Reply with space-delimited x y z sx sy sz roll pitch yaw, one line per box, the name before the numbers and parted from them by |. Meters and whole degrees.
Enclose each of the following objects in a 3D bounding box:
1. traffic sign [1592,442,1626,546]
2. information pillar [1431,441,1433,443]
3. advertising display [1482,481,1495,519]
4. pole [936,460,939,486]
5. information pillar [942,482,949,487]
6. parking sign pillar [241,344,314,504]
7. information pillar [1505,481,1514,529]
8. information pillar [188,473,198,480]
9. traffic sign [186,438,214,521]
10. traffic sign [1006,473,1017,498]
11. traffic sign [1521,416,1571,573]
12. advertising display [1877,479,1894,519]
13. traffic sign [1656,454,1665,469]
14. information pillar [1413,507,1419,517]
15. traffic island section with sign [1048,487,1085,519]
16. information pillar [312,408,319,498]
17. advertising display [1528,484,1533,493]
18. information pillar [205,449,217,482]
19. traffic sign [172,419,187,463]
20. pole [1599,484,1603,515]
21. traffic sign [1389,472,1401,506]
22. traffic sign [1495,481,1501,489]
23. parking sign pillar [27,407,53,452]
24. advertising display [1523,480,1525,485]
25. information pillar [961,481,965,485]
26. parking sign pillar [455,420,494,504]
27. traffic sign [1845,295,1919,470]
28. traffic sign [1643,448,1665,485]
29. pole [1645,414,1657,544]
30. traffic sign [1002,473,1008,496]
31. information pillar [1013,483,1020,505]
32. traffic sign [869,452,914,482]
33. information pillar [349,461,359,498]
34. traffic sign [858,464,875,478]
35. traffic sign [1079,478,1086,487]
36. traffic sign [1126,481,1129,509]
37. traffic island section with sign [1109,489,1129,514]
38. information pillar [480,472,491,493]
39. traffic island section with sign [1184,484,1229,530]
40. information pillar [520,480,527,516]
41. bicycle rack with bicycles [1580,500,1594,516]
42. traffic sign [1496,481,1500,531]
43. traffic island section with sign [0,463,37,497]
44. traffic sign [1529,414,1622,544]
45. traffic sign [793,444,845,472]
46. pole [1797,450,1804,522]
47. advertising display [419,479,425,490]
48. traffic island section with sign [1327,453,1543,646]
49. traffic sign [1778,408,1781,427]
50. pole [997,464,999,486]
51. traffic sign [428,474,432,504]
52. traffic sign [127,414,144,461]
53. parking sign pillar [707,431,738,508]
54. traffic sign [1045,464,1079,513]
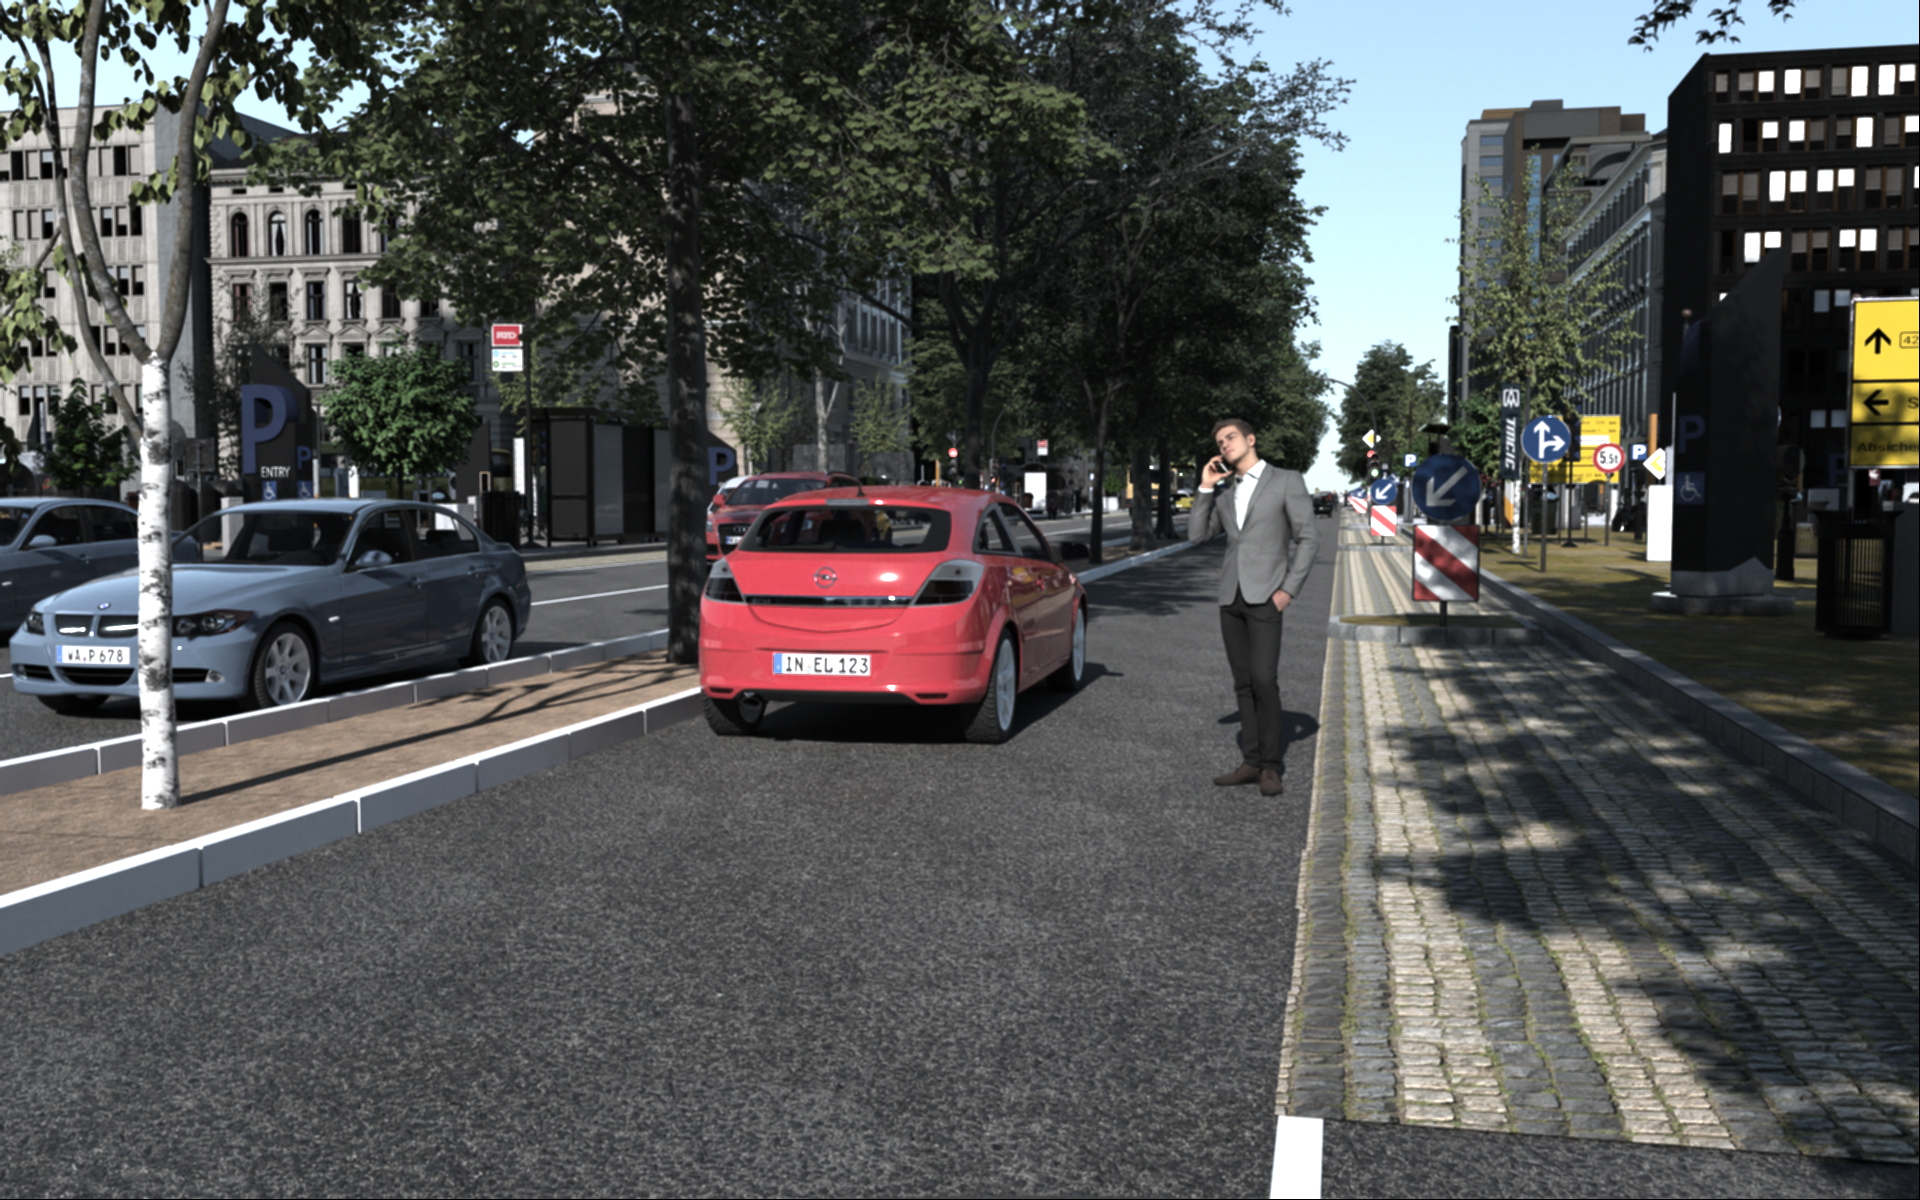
traffic sign | 15.983 -2.606 42.721 0.768 2.556 0.104 1 4 16
information pillar | 20.974 -5.235 76.946 0.183 3.616 0.504 2 4 28
advertising display | 26.886 -5.080 88.271 0.123 1.923 0.974 -2 4 -27
pole | -1.270 -6.411 98.663 0.158 3.312 0.155 0 3 0
information pillar | -0.870 -6.026 103.012 0.304 2.012 0.304 -3 4 -38
parking sign pillar | -12.126 -2.586 30.758 1.447 3.967 1.447 2 4 26
information pillar | 20.117 -4.409 63.440 0.183 3.616 0.504 -1 4 -19
information pillar | -26.339 -3.375 59.674 0.304 2.012 0.304 2 4 34
traffic sign | -13.820 -1.796 31.500 0.606 2.300 0.079 1 4 18
traffic sign | 3.013 -6.342 103.802 0.768 2.556 0.104 1 4 15
traffic sign | 9.528 -1.720 28.222 0.768 2.556 0.104 1 4 17
advertising display | 40.143 -4.276 75.130 0.123 1.923 0.974 0 4 -5
traffic sign | 16.776 -2.419 40.730 0.795 2.450 0.064 1 4 19
information pillar | 26.130 -6.574 98.833 0.183 3.616 0.504 2 4 32
traffic island section with sign | 6.210 -5.618 100.488 1.989 1.847 2.006 1 4 12
information pillar | -15.401 -3.029 40.871 0.183 3.616 0.504 3 4 38
advertising display | 35.830 -6.397 109.799 0.974 1.923 0.123 -1 4 -11
information pillar | -32.878 -5.179 76.027 0.504 3.616 0.183 -1 4 -16
traffic sign | -13.360 -1.778 29.173 0.768 2.556 0.104 1 4 14
pole | 40.250 -7.022 108.658 0.158 3.312 0.155 0 3 0
traffic sign | 24.551 -5.965 97.631 0.768 2.556 0.104 1 4 15
traffic sign | 26.834 -5.302 86.788 0.768 2.556 0.104 1 4 22
parking sign pillar | -28.779 -4.019 54.186 1.447 3.967 1.447 -3 5 -40
advertising display | 25.380 -4.478 78.432 0.123 1.923 0.974 2 4 30
information pillar | 0.257 -5.751 98.523 0.304 2.012 0.304 -2 4 -30
parking sign pillar | -17.823 -4.594 63.581 1.447 3.967 1.447 0 4 6
traffic sign | 10.285 -1.456 17.682 2.265 3.308 0.079 1 4 17
traffic sign | 17.503 -2.580 43.375 0.795 2.450 0.064 1 4 18
pole | 17.599 -3.073 44.091 0.158 3.312 0.155 0 3 0
traffic sign | 2.877 -6.425 105.160 0.768 2.556 0.104 1 4 21
information pillar | 3.627 -6.519 111.075 0.304 2.012 0.304 -3 4 -39
traffic sign | -3.296 -5.459 83.135 2.265 3.308 0.079 1 4 16
information pillar | -17.482 -3.584 49.951 0.183 3.616 0.504 -3 5 -42
traffic sign | -3.933 -4.457 72.981 0.768 2.556 0.104 1 4 18
traffic sign | 9.639 -8.446 138.196 0.768 2.556 0.104 1 4 17
traffic sign | 14.939 -9.366 153.238 0.768 2.556 0.104 1 4 19
traffic island section with sign | 12.036 -7.228 126.808 1.989 1.847 2.006 1 4 12
information pillar | -15.921 -3.283 58.169 0.304 2.012 0.304 0 4 -5
traffic island section with sign | 10.057 -3.745 69.361 2.006 1.907 1.989 1 4 12
information pillar | -22.996 -5.302 91.178 0.304 2.012 0.304 3 5 40
bicycle rack with bicycles | 35.671 -5.294 99.933 2.925 0.926 2.852 1 4 19
traffic sign | 17.152 -3.369 55.190 0.768 2.556 0.104 1 4 17
traffic island section with sign | -11.543 -0.713 20.292 1.989 1.847 2.006 1 4 12
traffic sign | 15.775 -3.096 44.498 2.265 3.308 0.079 1 4 14
traffic sign | -5.771 -4.710 70.882 2.265 3.308 0.079 1 4 17
pole | 38.625 -5.247 79.637 0.158 3.312 0.155 0 3 0
advertising display | -22.911 -4.184 73.626 0.123 1.923 0.974 -2 4 -28
traffic island section with sign | 4.717 -0.536 17.387 1.989 1.847 2.006 1 4 12
traffic sign | 9.103 -1.227 20.168 0.768 2.556 0.104 1 4 22
pole | 2.350 -6.898 106.631 0.158 3.312 0.155 0 3 0
traffic sign | -12.080 -2.408 39.473 0.768 2.556 0.104 1 4 18
traffic sign | -12.849 -1.666 27.338 0.768 2.556 0.104 1 4 19
parking sign pillar | -9.858 -5.092 71.732 1.447 3.967 1.447 -1 4 -21
traffic sign | 6.799 -7.439 115.495 2.265 3.308 0.079 1 4 13
